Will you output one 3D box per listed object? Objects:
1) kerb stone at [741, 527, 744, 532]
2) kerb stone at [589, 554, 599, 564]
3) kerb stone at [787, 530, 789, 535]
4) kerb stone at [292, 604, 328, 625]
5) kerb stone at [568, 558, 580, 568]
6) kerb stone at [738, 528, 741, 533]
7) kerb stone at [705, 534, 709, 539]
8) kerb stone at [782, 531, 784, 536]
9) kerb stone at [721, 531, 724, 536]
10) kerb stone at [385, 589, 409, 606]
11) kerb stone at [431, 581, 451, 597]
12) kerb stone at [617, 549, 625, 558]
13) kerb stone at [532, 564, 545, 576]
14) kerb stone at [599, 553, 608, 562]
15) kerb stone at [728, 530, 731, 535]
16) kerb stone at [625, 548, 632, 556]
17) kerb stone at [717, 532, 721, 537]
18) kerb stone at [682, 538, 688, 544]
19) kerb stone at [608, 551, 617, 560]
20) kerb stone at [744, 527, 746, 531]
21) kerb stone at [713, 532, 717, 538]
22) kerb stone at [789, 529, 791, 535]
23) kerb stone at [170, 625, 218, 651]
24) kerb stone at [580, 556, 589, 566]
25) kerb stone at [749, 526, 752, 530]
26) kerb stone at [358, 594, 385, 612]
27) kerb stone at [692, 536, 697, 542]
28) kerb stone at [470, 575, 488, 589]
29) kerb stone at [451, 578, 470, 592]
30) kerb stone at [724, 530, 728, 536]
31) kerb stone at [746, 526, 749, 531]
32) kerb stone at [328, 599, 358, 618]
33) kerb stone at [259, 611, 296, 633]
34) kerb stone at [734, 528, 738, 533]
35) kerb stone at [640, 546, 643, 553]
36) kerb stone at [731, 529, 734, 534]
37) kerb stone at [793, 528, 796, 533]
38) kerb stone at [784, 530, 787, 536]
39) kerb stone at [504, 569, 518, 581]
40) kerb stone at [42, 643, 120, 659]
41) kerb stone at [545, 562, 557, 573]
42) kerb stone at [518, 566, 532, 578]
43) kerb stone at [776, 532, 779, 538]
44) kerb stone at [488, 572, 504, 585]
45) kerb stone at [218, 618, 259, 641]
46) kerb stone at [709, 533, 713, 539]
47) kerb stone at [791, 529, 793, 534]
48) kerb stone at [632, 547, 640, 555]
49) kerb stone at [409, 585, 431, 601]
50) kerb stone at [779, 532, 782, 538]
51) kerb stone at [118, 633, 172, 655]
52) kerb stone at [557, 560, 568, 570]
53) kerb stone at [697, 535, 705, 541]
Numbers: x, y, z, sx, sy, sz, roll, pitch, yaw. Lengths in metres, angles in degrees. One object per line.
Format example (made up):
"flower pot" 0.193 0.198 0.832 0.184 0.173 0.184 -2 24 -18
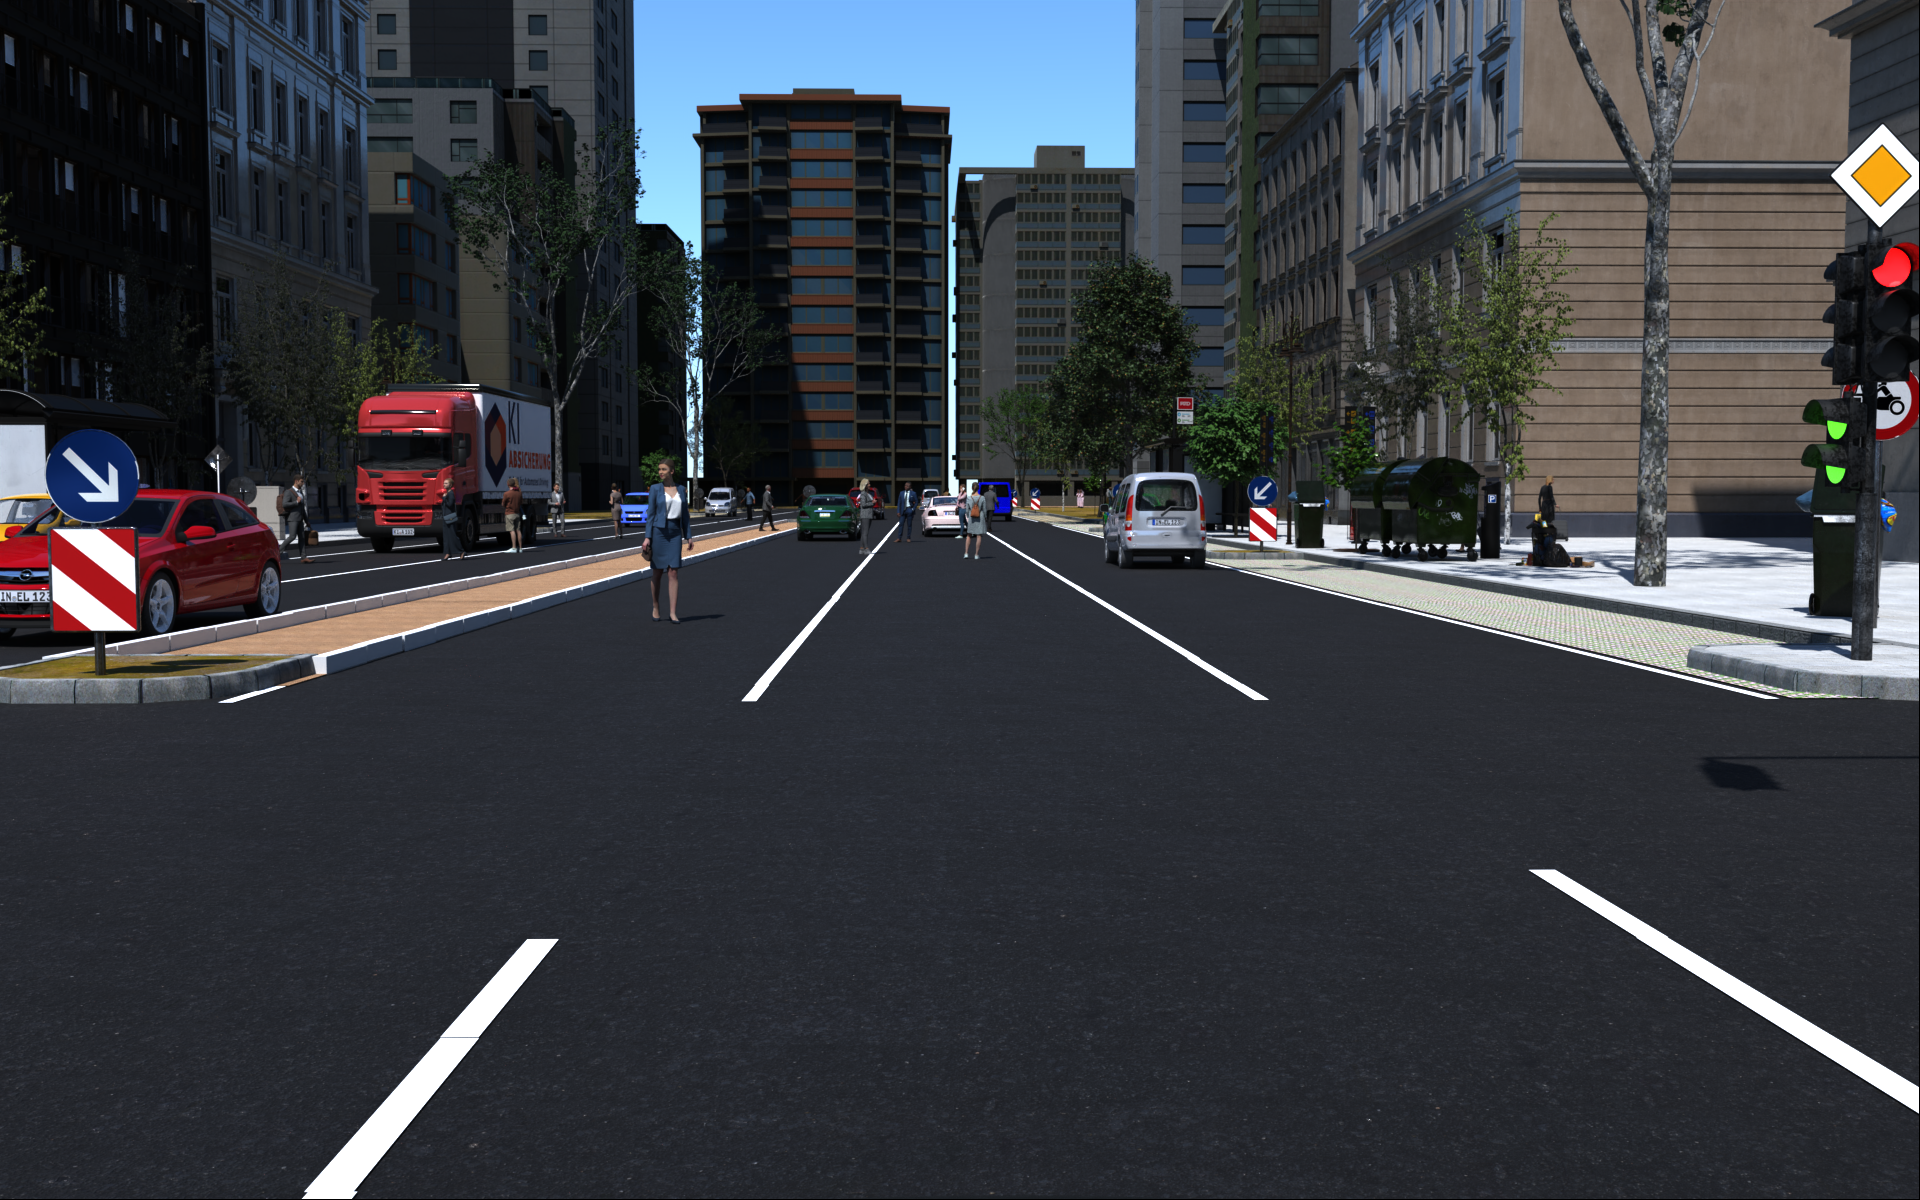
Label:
"kerb stone" -8.242 -2.578 64.351 0.120 0.150 1.000 0 4 -1
"kerb stone" -7.641 -0.823 35.655 0.120 0.150 1.000 0 4 -1
"kerb stone" -6.036 -2.270 59.302 0.120 0.150 1.000 0 4 -1
"kerb stone" -7.298 0.179 19.275 0.120 0.150 1.000 0 4 -1
"kerb stone" -7.590 -0.693 33.605 0.120 0.150 1.000 0 4 -1
"kerb stone" -8.223 -2.515 63.320 0.120 0.150 1.000 0 4 -1
"kerb stone" -8.030 -1.952 54.115 0.120 0.150 1.000 0 4 -1
"kerb stone" -6.000 -2.144 57.256 0.120 0.150 1.000 0 4 -1
"kerb stone" -8.118 -2.203 58.206 0.120 0.150 1.000 0 4 -1
"kerb stone" -7.355 -0.010 22.351 0.120 0.150 1.000 0 4 -1
"kerb stone" -7.397 -0.135 24.395 0.120 0.150 1.000 0 4 -1
"kerb stone" -7.702 -1.009 38.727 0.120 0.150 1.000 0 4 -1
"kerb stone" -7.526 -0.510 30.533 0.120 0.150 1.000 0 4 -1
"kerb stone" -7.658 -0.879 36.683 0.120 0.150 1.000 0 4 -1
"kerb stone" -8.155 -2.328 60.252 0.120 0.150 1.000 0 4 -1
"kerb stone" -7.721 -1.074 39.754 0.120 0.150 1.000 0 4 -1
"kerb stone" -8.095 -2.134 57.185 0.120 0.150 1.000 0 4 -1
"kerb stone" -7.941 -1.701 50.009 0.120 0.150 1.000 0 4 -1
"kerb stone" -7.679 -0.943 37.705 0.120 0.150 1.000 0 4 -1
"kerb stone" -8.272 -2.640 65.373 0.120 0.150 1.000 0 4 -1
"kerb stone" -8.077 -2.077 56.162 0.120 0.150 1.000 0 4 -1
"kerb stone" -6.058 -2.329 60.324 0.120 0.150 1.000 0 4 -1
"kerb stone" -7.227 0.367 16.198 0.120 0.150 1.000 0 4 -1
"kerb stone" -7.616 -0.760 34.626 0.120 0.150 1.000 0 4 -1
"kerb stone" -8.313 -2.766 67.423 0.120 0.150 1.000 0 4 -1
"kerb stone" -7.332 0.055 21.321 0.120 0.150 1.000 0 4 -1
"kerb stone" -7.960 -1.764 51.037 0.120 0.150 1.000 0 4 -1
"kerb stone" -7.437 -0.257 26.440 0.120 0.150 1.000 0 4 -1
"kerb stone" -7.419 -0.197 25.417 0.120 0.150 1.000 0 4 -1
"kerb stone" -8.137 -2.264 59.228 0.120 0.150 1.000 0 4 -1
"kerb stone" -8.296 -2.704 66.401 0.120 0.150 1.000 0 4 -1
"kerb stone" -7.311 0.117 20.297 0.120 0.150 1.000 0 4 -1
"kerb stone" -7.265 0.250 18.254 0.120 0.150 1.000 0 4 -1
"kerb stone" -8.202 -2.453 62.298 0.120 0.150 1.000 0 4 -1
"kerb stone" -7.772 -1.197 41.807 0.120 0.150 1.000 0 4 -1
"kerb stone" -8.191 -2.390 61.273 0.120 0.150 1.000 0 4 -1
"kerb stone" -6.106 -2.457 62.368 0.120 0.150 1.000 0 4 -1
"kerb stone" -6.017 -2.207 58.278 0.120 0.150 1.000 0 4 -1
"kerb stone" -7.482 -0.380 28.484 0.120 0.150 1.000 0 4 -1
"kerb stone" -7.179 0.492 14.146 0.120 0.150 1.000 0 4 -1
"kerb stone" -7.549 -0.571 31.556 0.120 0.150 1.000 0 4 -1
"kerb stone" -7.511 -0.447 29.507 0.120 0.150 1.000 0 4 -1
"kerb stone" -5.964 -2.019 55.208 0.120 0.150 1.000 0 4 -1
"kerb stone" -7.461 -0.311 27.462 0.120 0.150 1.000 0 4 -1
"kerb stone" -7.246 0.307 17.221 0.120 0.150 1.000 0 4 -1
"kerb stone" -8.053 -2.011 55.140 0.120 0.150 1.000 0 4 -1
"kerb stone" -6.086 -2.391 61.346 0.120 0.150 1.000 0 4 -1
"kerb stone" -7.745 -1.137 40.785 0.120 0.150 1.000 0 4 -1
"kerb stone" -7.376 -0.072 23.373 0.120 0.150 1.000 0 4 -1
"kerb stone" -5.976 -2.082 56.234 0.120 0.150 1.000 0 4 -1
"kerb stone" -7.205 0.429 15.174 0.120 0.150 1.000 0 4 -1
"kerb stone" -7.577 -0.635 32.582 0.120 0.150 1.000 0 4 -1
"kerb stone" -8.006 -1.889 53.087 0.120 0.150 1.000 0 4 -1
